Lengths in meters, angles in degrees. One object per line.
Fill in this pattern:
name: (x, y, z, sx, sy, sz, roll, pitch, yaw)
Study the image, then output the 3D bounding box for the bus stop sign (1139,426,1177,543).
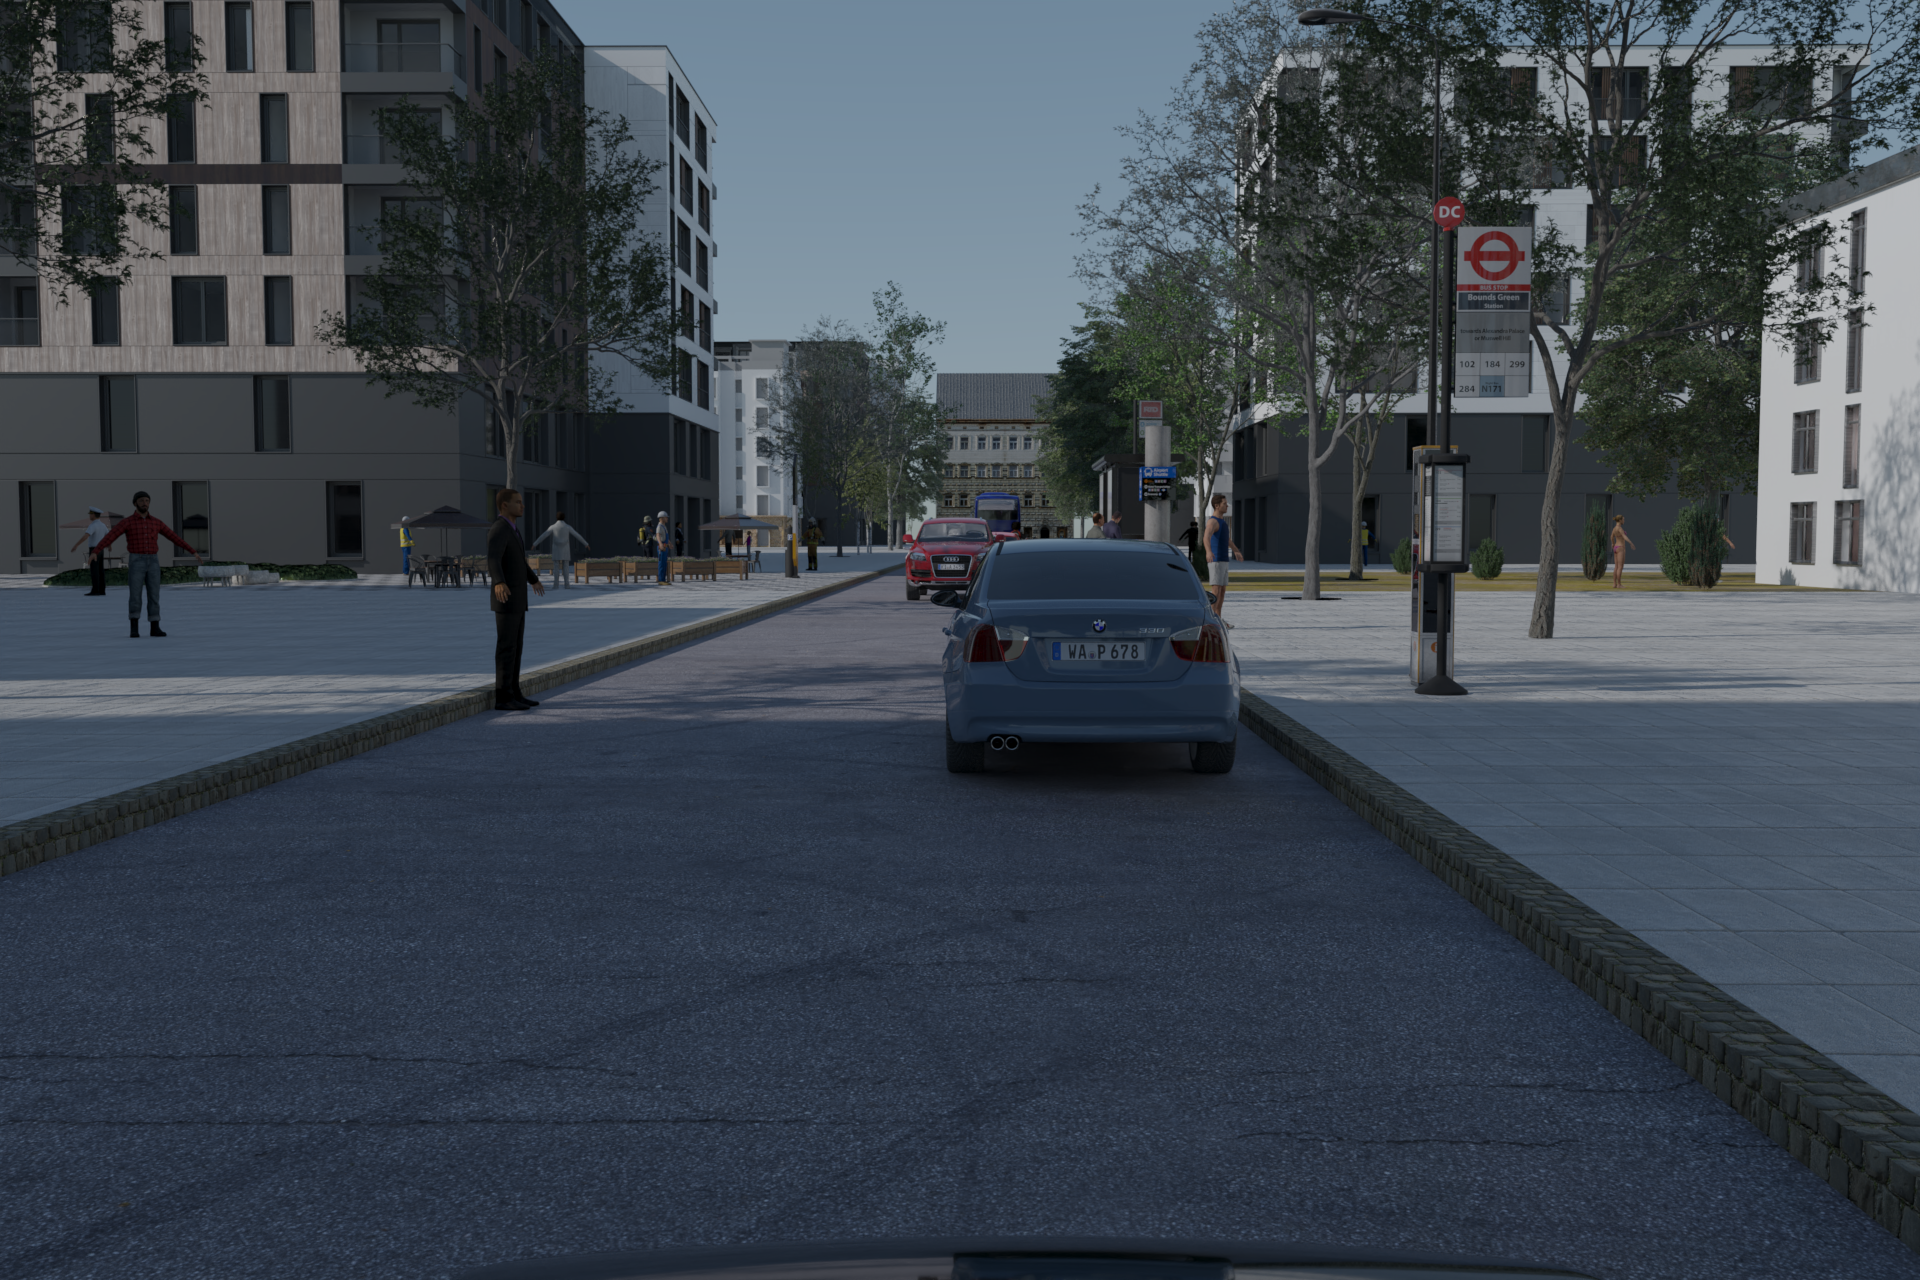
bus stop sign: (4.847, -3.271, 42.497, 0.837, 3.901, 0.837, 0, 4, 2)

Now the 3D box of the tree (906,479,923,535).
tree: (-6.283, -17.193, 231.463, 4.360, 8.622, 3.978, 0, 3, 0)

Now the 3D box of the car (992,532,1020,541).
car: (1.012, -2.457, 49.206, 2.155, 1.783, 4.494, 0, 4, 1)

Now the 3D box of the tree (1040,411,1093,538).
tree: (10.211, -13.570, 139.990, 7.486, 12.596, 7.792, 0, 3, 0)

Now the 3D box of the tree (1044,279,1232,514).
tree: (8.541, -10.799, 83.226, 9.857, 13.997, 8.962, 0, 3, 0)

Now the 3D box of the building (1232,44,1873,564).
building: (27.700, -14.989, 89.044, 27.936, 21.610, 32.646, 0, 4, 1)

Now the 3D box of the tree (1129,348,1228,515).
tree: (8.463, -7.276, 69.317, 4.737, 8.622, 4.395, 0, 3, 0)

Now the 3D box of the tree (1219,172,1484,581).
tree: (11.210, -7.470, 47.888, 9.928, 11.665, 9.643, 0, 3, 0)

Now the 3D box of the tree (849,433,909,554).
tree: (-6.039, -9.928, 112.684, 4.360, 8.622, 3.978, 0, 3, 0)

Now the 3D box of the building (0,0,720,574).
building: (-26.208, -13.873, 70.793, 27.936, 21.610, 32.646, 0, 4, 1)

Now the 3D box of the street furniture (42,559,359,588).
street furniture: (-19.828, -1.870, 46.197, 5.734, 0.657, 10.072, 0, 4, 5)

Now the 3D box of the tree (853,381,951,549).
tree: (-5.146, -14.628, 145.830, 9.857, 13.997, 8.962, 0, 3, 0)

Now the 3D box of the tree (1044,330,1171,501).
tree: (8.458, -10.780, 94.383, 7.486, 12.596, 7.792, 0, 3, 0)

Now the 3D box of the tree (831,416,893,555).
tree: (-6.139, -9.459, 105.023, 4.737, 8.622, 4.395, 0, 3, 0)

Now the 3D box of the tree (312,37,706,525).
tree: (-8.047, -5.960, 31.854, 7.601, 10.594, 8.767, -3, 5, -42)

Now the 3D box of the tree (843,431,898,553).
tree: (-6.351, -10.360, 119.754, 4.737, 8.622, 4.395, 0, 3, 0)

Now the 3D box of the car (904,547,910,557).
car: (-0.848, -2.874, 59.346, 2.083, 1.381, 4.827, 0, 4, 1)

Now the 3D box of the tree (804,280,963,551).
tree: (-6.099, -16.895, 132.129, 12.611, 20.169, 13.585, 0, 3, 0)

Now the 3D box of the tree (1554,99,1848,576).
tree: (22.922, -8.918, 52.470, 9.857, 13.997, 8.962, 0, 3, 0)

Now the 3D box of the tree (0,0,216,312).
tree: (-9.356, -4.795, 12.814, 7.601, 10.594, 8.767, -1, 4, -23)

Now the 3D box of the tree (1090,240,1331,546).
tree: (8.540, -8.187, 59.611, 9.928, 11.665, 9.643, 0, 3, 0)

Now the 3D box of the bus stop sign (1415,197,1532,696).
bus stop sign: (4.092, -1.536, 13.811, 0.855, 3.939, 0.416, 0, 4, 2)

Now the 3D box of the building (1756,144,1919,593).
building: (25.012, -5.446, 31.191, 9.099, 9.664, 28.070, 0, 4, 1)

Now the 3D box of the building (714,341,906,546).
building: (-21.084, -21.769, 199.897, 27.936, 21.610, 32.646, 0, 4, 2)

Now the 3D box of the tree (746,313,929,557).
tree: (-6.770, -11.371, 96.290, 12.009, 13.543, 11.850, 0, 3, 0)

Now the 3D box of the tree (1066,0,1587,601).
tree: (6.992, -7.519, 33.306, 12.009, 13.543, 11.850, 0, 3, 0)

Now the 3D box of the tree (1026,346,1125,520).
tree: (9.417, -12.862, 116.953, 9.857, 13.997, 8.962, 0, 3, 0)

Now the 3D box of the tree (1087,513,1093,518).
tree: (19.817, -18.253, 232.843, 7.601, 10.594, 8.767, 0, 4, -5)

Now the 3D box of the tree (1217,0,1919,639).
tree: (7.223, -5.277, 20.686, 8.767, 10.594, 7.601, -1, 4, -14)

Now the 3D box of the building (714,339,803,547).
building: (-21.871, -19.154, 169.584, 16.016, 20.090, 11.380, 0, 4, 1)

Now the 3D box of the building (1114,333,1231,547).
building: (30.076, -21.315, 192.473, 27.936, 21.610, 32.646, 0, 4, 1)

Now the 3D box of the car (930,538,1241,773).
car: (0.791, 0.020, 11.673, 2.014, 1.417, 4.499, 0, 4, 1)

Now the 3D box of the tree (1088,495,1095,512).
tree: (10.164, -10.825, 127.347, 4.737, 8.622, 4.395, 0, 3, 0)

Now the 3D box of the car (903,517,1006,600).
car: (-0.107, -1.858, 39.056, 2.281, 1.827, 5.304, 0, 4, 2)

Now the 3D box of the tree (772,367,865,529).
tree: (-6.730, -7.725, 76.666, 4.360, 8.622, 3.978, 0, 3, 0)
